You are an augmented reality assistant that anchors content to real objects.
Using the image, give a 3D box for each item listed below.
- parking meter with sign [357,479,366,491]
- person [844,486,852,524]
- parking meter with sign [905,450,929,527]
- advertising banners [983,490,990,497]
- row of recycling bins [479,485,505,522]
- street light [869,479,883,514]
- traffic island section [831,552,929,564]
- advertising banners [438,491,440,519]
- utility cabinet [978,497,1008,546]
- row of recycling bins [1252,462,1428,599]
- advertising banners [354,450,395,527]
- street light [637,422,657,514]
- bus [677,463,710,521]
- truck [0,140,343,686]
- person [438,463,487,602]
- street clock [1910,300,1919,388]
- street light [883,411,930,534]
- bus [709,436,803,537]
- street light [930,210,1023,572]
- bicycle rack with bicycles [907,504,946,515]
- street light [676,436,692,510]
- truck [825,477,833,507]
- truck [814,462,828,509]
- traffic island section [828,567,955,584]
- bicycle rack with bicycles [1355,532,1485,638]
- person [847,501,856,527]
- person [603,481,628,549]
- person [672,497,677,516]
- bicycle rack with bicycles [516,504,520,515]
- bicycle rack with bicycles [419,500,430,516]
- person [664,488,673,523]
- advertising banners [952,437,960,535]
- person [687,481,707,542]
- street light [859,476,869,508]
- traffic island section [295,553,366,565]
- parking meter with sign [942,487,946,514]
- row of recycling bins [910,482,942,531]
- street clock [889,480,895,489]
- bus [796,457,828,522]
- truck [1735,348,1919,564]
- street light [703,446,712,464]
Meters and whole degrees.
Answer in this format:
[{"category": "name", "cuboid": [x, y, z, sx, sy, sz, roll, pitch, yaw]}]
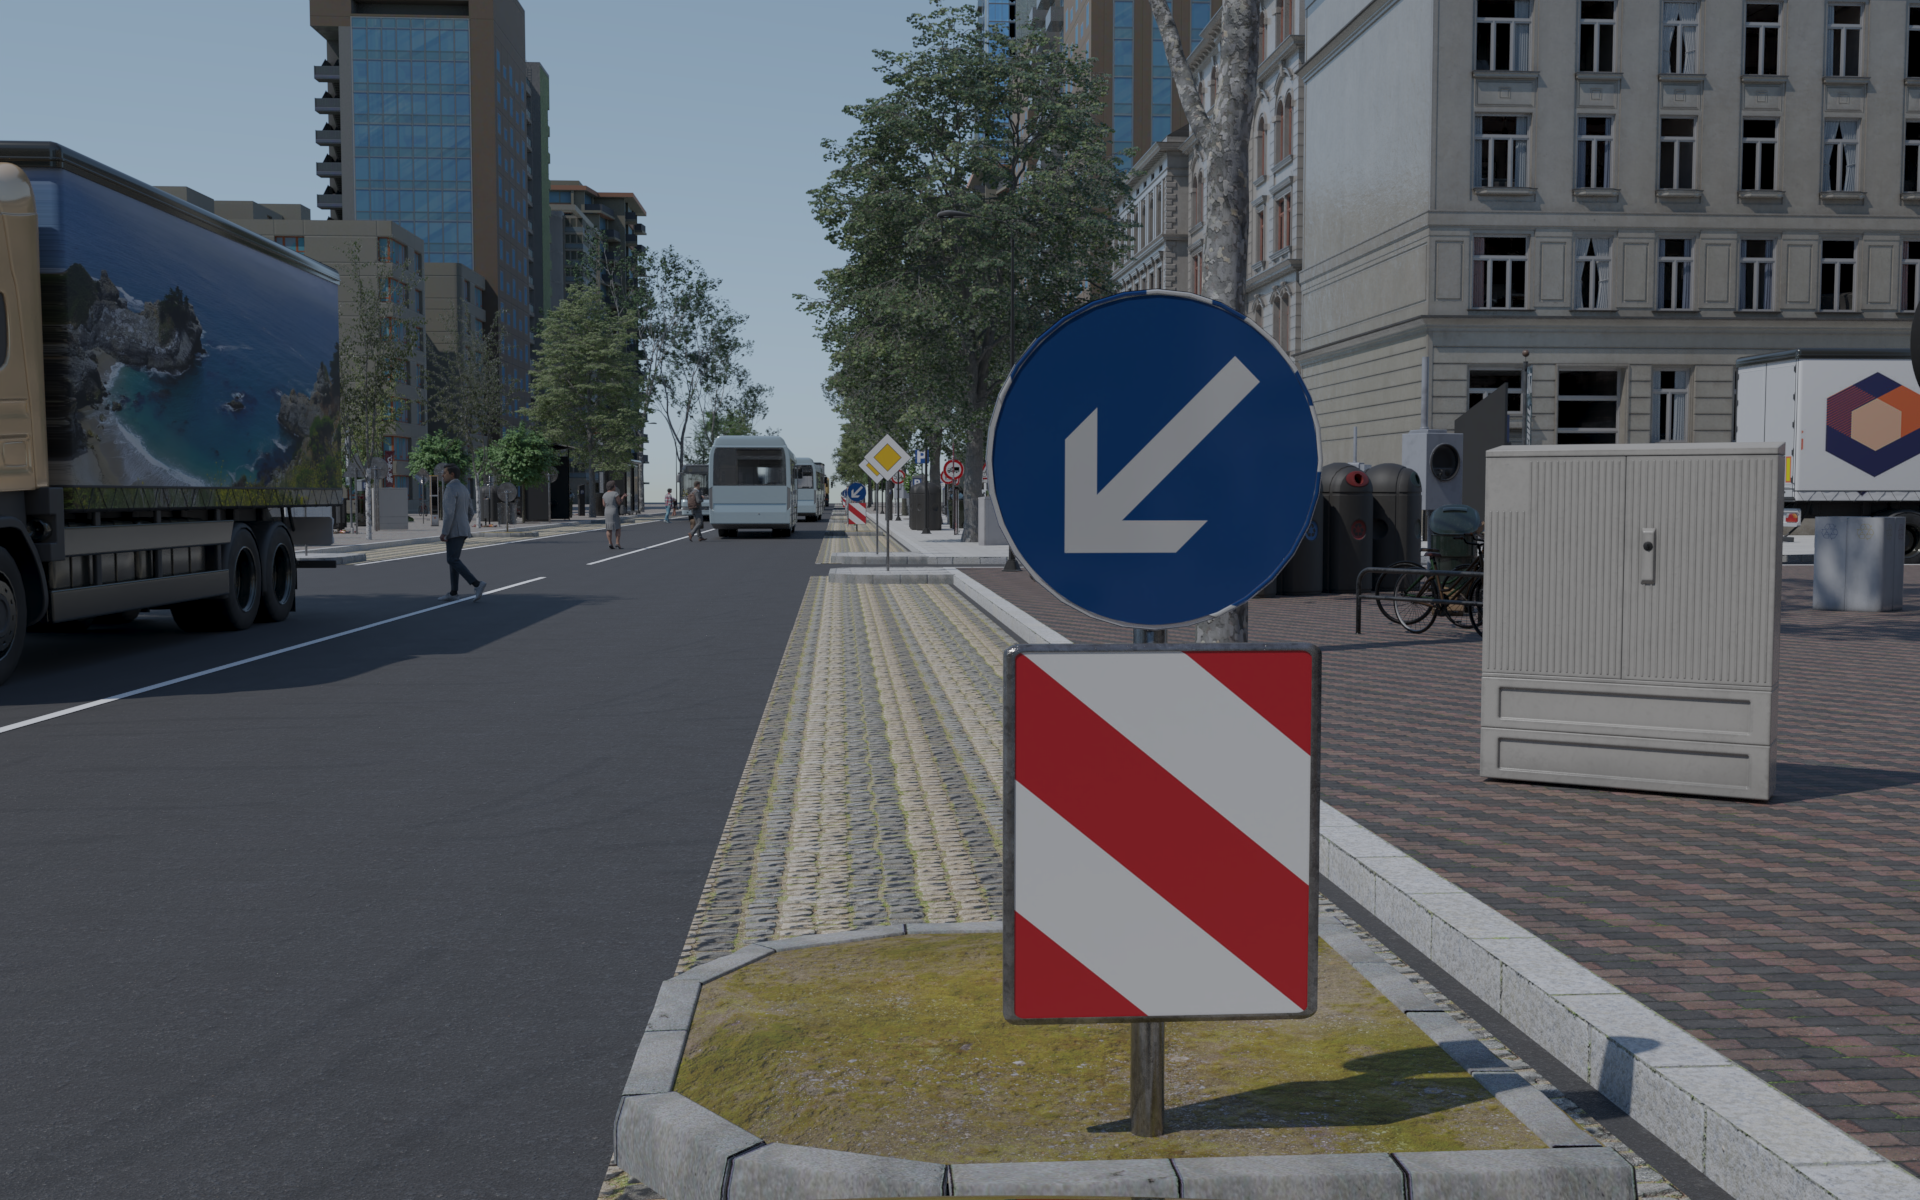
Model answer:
[{"category": "parking meter with sign", "cuboid": [-29.227, -5.411, 84.734, 0.543, 3.016, 1.738, -3, 5, -42]}, {"category": "person", "cuboid": [-5.265, -4.526, 82.603, 0.391, 1.810, 0.635, -2, 4, -24]}, {"category": "parking meter with sign", "cuboid": [-1.624, -4.335, 67.139, 0.543, 3.016, 1.738, 1, 4, 9]}, {"category": "advertising banners", "cuboid": [1.555, -3.776, 57.918, 2.074, 3.025, 0.090, 3, 5, 44]}, {"category": "row of recycling bins", "cuboid": [-22.143, -4.552, 81.535, 1.069, 1.692, 3.534, -1, 4, -23]}, {"category": "street light", "cuboid": [-3.489, -6.738, 82.709, 1.470, 5.913, 1.316, 0, 4, -4]}, {"category": "traffic island section", "cuboid": [-1.736, -0.888, 36.802, 2.009, 0.180, 2.903, 0, 4, -4]}, {"category": "advertising banners", "cuboid": [-27.267, -5.771, 90.539, 0.090, 3.025, 2.074, -1, 4, -18]}, {"category": "utility cabinet", "cuboid": [0.941, -1.972, 43.397, 1.020, 1.237, 0.306, -3, 4, -36]}, {"category": "row of recycling bins", "cuboid": [4.580, -0.934, 22.385, 3.534, 1.692, 1.069, -2, 4, -35]}, {"category": "advertising banners", "cuboid": [-23.252, -4.446, 68.872, 0.090, 3.025, 2.074, 2, 4, 31]}, {"category": "street light", "cuboid": [-20.300, -8.537, 112.122, 1.470, 5.913, 1.316, 0, 4, -4]}, {"category": "bus", "cuboid": [-13.342, -6.127, 95.043, 2.948, 3.499, 13.247, 0, 4, -2]}, {"category": "truck", "cuboid": [-8.512, -1.656, 15.995, 2.839, 4.237, 11.283, 0, 4, -4]}, {"category": "person", "cuboid": [-6.659, -0.905, 23.147, 0.795, 1.843, 0.661, 1, 4, 11]}, {"category": "street clock", "cuboid": [3.273, -0.060, 5.546, 0.471, 2.002, 0.358, -2, 4, -26]}, {"category": "street light", "cuboid": [-1.626, -5.076, 55.532, 1.470, 5.913, 1.316, 0, 4, -4]}, {"category": "bus", "cuboid": [-7.122, -4.057, 61.188, 2.948, 3.499, 13.247, 0, 4, -4]}, {"category": "street light", "cuboid": [0.325, -3.427, 28.576, 1.470, 5.913, 1.316, 0, 4, -4]}, {"category": "bicycle rack with bicycles", "cuboid": [-2.031, -5.659, 105.911, 2.925, 0.926, 2.852, -1, 4, -10]}, {"category": "street light", "cuboid": [-22.328, -10.224, 139.711, 1.470, 5.913, 1.316, 0, 4, -4]}, {"category": "truck", "cuboid": [-16.359, -12.456, 199.579, 3.469, 3.379, 9.791, 0, 4, -4]}, {"category": "truck", "cuboid": [-13.637, -10.331, 157.823, 2.839, 4.237, 11.283, 0, 4, -2]}, {"category": "traffic island section", "cuboid": [-1.179, -0.401, 28.836, 2.009, 0.180, 2.903, 0, 4, -4]}, {"category": "bicycle rack with bicycles", "cuboid": [4.898, -0.153, 15.879, 2.852, 0.926, 2.925, -2, 4, -35]}, {"category": "person", "cuboid": [-4.608, -3.754, 74.127, 0.590, 1.304, 0.306, 3, 5, 44]}, {"category": "person", "cuboid": [-8.906, -2.211, 45.004, 0.716, 1.782, 0.532, 2, 4, 26]}, {"category": "person", "cuboid": [-18.698, -6.157, 112.348, 0.628, 1.438, 0.799, 1, 4, 8]}, {"category": "bicycle rack with bicycles", "cuboid": [-22.152, -4.712, 90.423, 2.925, 0.926, 2.852, -1, 4, -9]}, {"category": "bicycle rack with bicycles", "cuboid": [-29.583, -5.249, 99.207, 2.852, 0.926, 2.925, -2, 4, -28]}, {"category": "person", "cuboid": [-14.418, -4.659, 85.514, 0.643, 1.720, 0.563, -3, 4, -36]}, {"category": "advertising banners", "cuboid": [-0.141, -3.558, 54.368, 0.090, 3.025, 2.074, 0, 4, 5]}, {"category": "person", "cuboid": [-7.982, -2.683, 52.333, 0.822, 1.834, 0.622, -3, 5, -44]}, {"category": "street light", "cuboid": [-5.517, -8.457, 110.808, 1.470, 5.913, 1.316, 0, 4, -4]}, {"category": "traffic island section", "cuboid": [-13.599, -0.838, 35.979, 2.009, 0.180, 2.903, 0, 4, -4]}, {"category": "parking meter with sign", "cuboid": [-0.725, -6.892, 108.948, 1.738, 3.016, 0.543, -2, 4, -26]}, {"category": "row of recycling bins", "cuboid": [-1.288, -3.364, 62.109, 1.069, 1.692, 3.534, 0, 4, -6]}, {"category": "street clock", "cuboid": [-3.635, -5.250, 90.412, 0.358, 2.002, 0.471, 3, 5, 41]}, {"category": "bus", "cuboid": [-8.799, -6.031, 93.467, 2.948, 3.499, 13.247, 0, 4, -3]}, {"category": "truck", "cuboid": [21.549, -2.798, 34.660, 11.283, 4.237, 2.839, 0, 4, -3]}, {"category": "street light", "cuboid": [-24.182, -11.887, 166.889, 1.470, 5.913, 1.316, 0, 4, -4]}]
